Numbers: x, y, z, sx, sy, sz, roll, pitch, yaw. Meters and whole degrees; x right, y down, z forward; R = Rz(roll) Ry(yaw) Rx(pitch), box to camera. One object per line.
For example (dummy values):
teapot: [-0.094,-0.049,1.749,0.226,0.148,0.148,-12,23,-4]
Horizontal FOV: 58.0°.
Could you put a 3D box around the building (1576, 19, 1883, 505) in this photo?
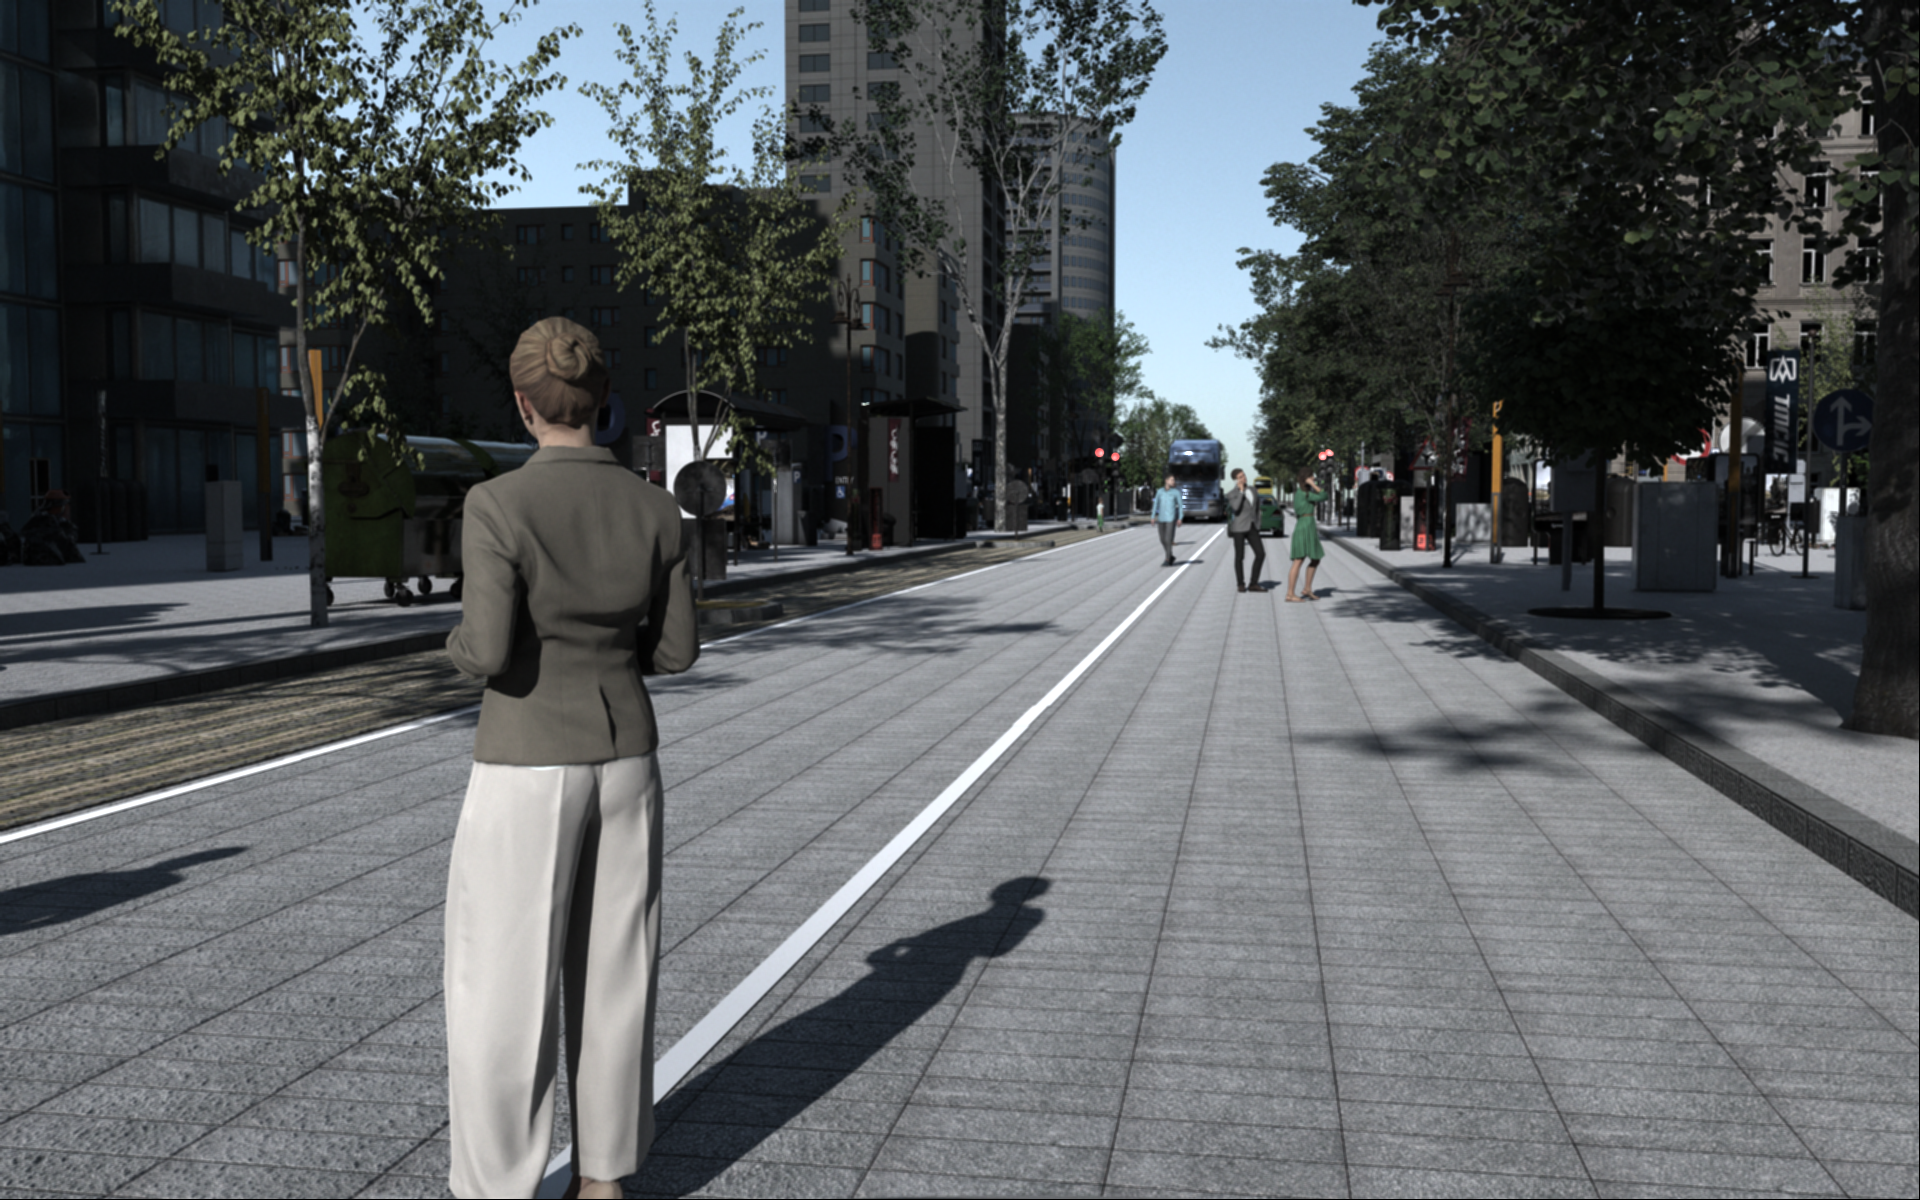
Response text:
building: [46.400,-18.028,92.023,25.104,27.353,12.463,1,4,10]

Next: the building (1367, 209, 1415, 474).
building: [77.248,-40.040,278.359,21.300,48.544,21.600,1,4,10]

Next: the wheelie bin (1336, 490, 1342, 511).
wheelie bin: [27.924,-7.368,128.373,0.693,1.594,0.980,3,4,36]

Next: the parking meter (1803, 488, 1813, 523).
parking meter: [37.236,-4.137,76.056,0.372,1.533,0.369,0,3,0]

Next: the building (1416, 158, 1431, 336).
building: [62.311,-32.958,193.483,22.147,44.769,28.867,1,4,10]

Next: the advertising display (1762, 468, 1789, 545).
advertising display: [20.556,-2.356,43.735,0.974,1.923,0.123,-2,4,-31]

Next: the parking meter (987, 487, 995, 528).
parking meter: [1.210,-3.528,66.100,0.372,1.533,0.369,0,3,0]

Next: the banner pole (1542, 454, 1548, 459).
banner pole: [13.175,-2.959,38.404,0.863,3.779,0.401,-2,4,-29]

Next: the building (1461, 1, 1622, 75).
building: [51.777,-31.064,158.012,14.600,45.320,14.200,1,4,10]

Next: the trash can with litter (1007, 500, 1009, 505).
trash can with litter: [2.144,-4.279,81.353,0.624,1.170,1.055,-2,4,-24]

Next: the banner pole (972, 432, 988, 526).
banner pole: [0.852,-4.869,69.630,0.863,3.779,0.401,-1,4,-19]

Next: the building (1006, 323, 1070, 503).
building: [-3.104,-21.280,192.969,27.650,21.520,28.899,1,4,10]

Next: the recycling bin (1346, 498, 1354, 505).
recycling bin: [24.793,-5.920,109.341,0.722,1.027,0.722,0,4,0]

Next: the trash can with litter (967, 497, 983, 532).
trash can with litter: [0.384,-2.952,59.654,0.624,1.170,1.055,1,4,15]

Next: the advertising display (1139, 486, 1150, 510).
advertising display: [14.481,-8.001,136.028,0.974,1.923,0.123,2,4,34]

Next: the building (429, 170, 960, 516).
building: [-16.095,-16.684,117.820,27.650,21.520,28.899,1,4,10]

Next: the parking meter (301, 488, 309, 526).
parking meter: [-26.522,-3.784,70.282,0.372,1.533,0.369,0,3,0]

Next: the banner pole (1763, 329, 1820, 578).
banner pole: [12.727,-2.231,26.488,0.863,3.779,0.401,1,4,18]

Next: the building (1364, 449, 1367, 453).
building: [76.121,-32.186,297.940,14.160,30.474,14.107,1,4,10]

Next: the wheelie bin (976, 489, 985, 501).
wheelie bin: [1.461,-6.306,111.004,0.693,1.594,0.980,2,4,32]

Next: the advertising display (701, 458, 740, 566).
advertising display: [-4.346,-1.586,31.137,0.974,1.923,0.123,3,4,36]

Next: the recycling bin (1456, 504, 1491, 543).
recycling bin: [13.668,-2.046,46.008,0.722,1.027,0.722,-1,4,-17]

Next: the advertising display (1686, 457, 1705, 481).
advertising display: [12.907,-1.532,30.260,0.123,1.923,0.974,0,4,2]

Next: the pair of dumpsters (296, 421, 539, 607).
pair of dumpsters: [-6.489,-1.170,21.617,1.574,2.255,4.437,1,4,10]

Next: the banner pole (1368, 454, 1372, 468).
banner pole: [25.794,-7.303,109.416,0.863,3.779,0.401,-2,4,-33]

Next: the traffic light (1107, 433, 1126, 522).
traffic light: [7.137,-5.519,79.153,0.839,4.253,0.868,1,4,10]

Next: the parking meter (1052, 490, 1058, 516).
parking meter: [5.490,-5.604,100.037,0.372,1.533,0.369,0,3,0]

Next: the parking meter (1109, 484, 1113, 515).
parking meter: [9.087,-6.022,104.173,0.255,1.863,0.399,1,4,9]

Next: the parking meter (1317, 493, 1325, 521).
parking meter: [17.202,-4.533,82.524,0.372,1.533,0.369,0,3,0]

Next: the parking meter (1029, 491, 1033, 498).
parking meter: [5.154,-7.244,126.856,0.372,1.533,0.369,0,3,0]

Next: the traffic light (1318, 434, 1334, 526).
traffic light: [14.860,-4.943,69.739,0.839,4.253,0.868,1,4,10]

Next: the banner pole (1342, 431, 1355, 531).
banner pole: [13.629,-4.302,60.356,0.401,3.779,0.863,2,4,31]

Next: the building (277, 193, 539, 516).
building: [-47.998,-16.633,116.992,28.899,21.520,27.650,1,4,10]

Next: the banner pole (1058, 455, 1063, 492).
banner pole: [6.488,-7.438,111.632,0.401,3.779,0.863,2,4,28]

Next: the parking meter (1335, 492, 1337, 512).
parking meter: [26.095,-6.876,120.840,0.372,1.533,0.369,0,3,0]

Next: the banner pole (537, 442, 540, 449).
banner pole: [-17.682,-4.988,71.568,0.863,3.779,0.401,1,4,13]

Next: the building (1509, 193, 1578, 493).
building: [43.310,-16.087,117.771,10.420,20.320,16.860,1,4,10]

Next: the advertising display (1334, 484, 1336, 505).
advertising display: [25.296,-6.834,116.953,0.123,1.923,0.974,1,4,9]

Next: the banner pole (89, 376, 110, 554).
banner pole: [-18.192,-2.854,36.674,0.863,3.779,0.401,3,5,45]

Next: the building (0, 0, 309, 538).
building: [-38.460,-26.540,53.532,30.456,49.044,23.786,1,4,10]

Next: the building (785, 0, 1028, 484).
building: [-4.151,-44.539,166.461,20.563,71.187,20.611,1,4,10]

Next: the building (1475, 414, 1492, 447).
building: [50.036,-16.632,139.380,16.820,18.784,16.811,1,4,10]

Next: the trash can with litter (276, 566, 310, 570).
trash can with litter: [-10.495,-1.122,29.398,1.678,1.210,2.233,-3,5,-40]

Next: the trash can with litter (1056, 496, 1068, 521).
trash can with litter: [4.735,-4.285,81.449,0.624,1.170,1.055,-1,4,-10]

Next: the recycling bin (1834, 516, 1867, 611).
recycling bin: [10.238,-0.414,19.319,0.722,1.027,0.722,1,4,13]

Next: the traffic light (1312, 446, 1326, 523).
traffic light: [16.218,-5.424,77.608,0.839,4.253,0.868,1,4,10]

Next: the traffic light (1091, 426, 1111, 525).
traffic light: [5.780,-5.037,71.283,0.839,4.253,0.868,1,4,10]

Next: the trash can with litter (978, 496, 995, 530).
trash can with litter: [0.653,-3.113,61.947,2.233,1.210,1.678,0,4,1]

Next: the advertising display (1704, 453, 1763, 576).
advertising display: [12.149,-1.347,27.231,0.974,1.923,0.123,-2,4,-23]

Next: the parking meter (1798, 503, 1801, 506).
parking meter: [41.347,-4.886,85.598,0.399,1.863,0.255,1,4,15]

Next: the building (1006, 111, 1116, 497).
building: [12.202,-44.333,266.840,21.231,58.520,28.212,1,4,10]

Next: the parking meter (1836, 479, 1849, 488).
parking meter: [33.095,-3.626,64.988,0.255,1.863,0.399,-1,4,-15]

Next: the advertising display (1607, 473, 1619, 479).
advertising display: [20.120,-3.000,54.266,0.123,1.923,0.974,-3,5,-45]

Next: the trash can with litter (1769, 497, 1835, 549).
trash can with litter: [20.165,-1.835,41.066,1.678,1.210,2.233,1,4,22]

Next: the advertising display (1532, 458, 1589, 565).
advertising display: [10.885,-1.601,31.396,0.974,1.923,0.123,0,4,8]

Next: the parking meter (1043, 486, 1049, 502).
parking meter: [5.485,-6.409,110.490,0.255,1.863,0.399,-1,4,-14]

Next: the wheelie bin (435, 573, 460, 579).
wheelie bin: [-7.670,-1.135,26.472,0.980,1.594,0.693,2,4,23]
